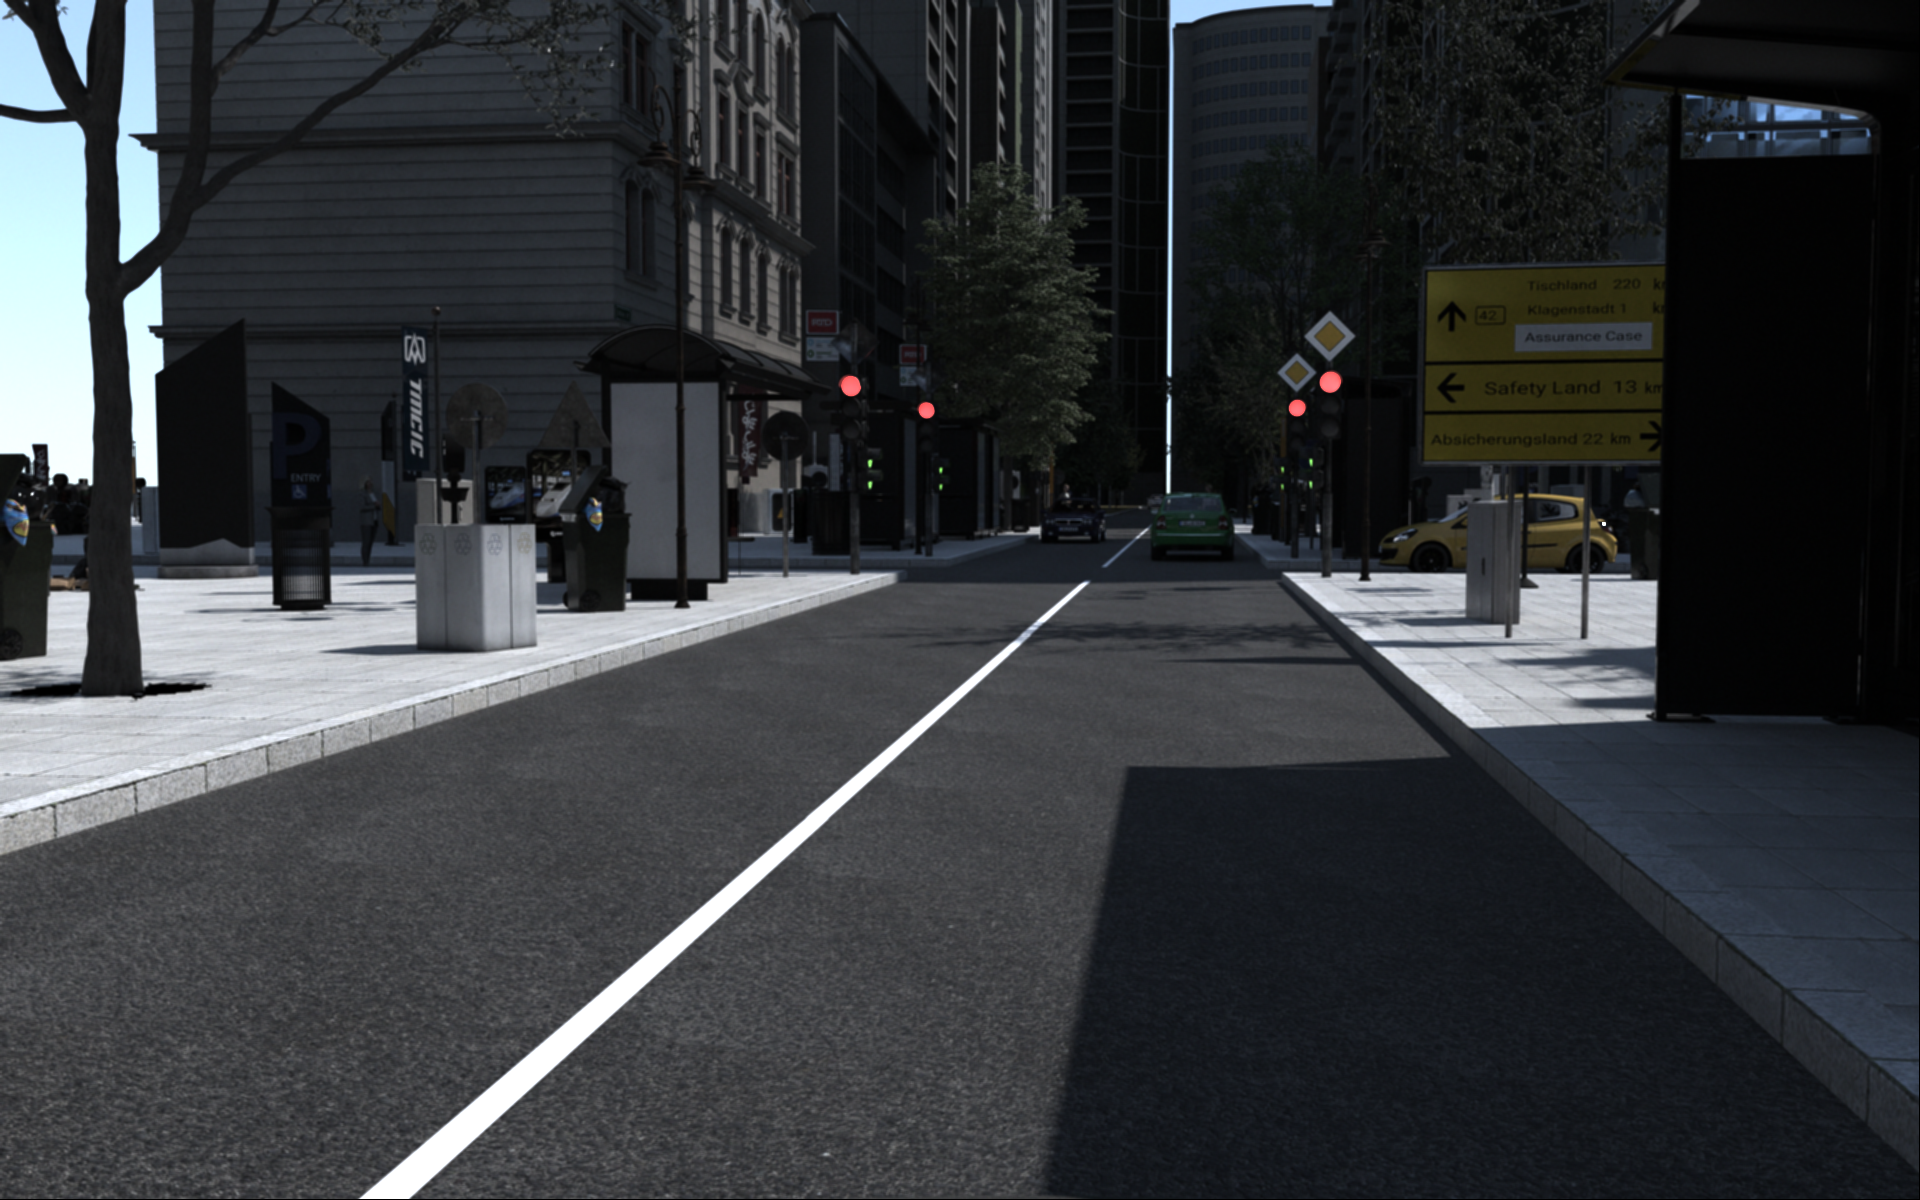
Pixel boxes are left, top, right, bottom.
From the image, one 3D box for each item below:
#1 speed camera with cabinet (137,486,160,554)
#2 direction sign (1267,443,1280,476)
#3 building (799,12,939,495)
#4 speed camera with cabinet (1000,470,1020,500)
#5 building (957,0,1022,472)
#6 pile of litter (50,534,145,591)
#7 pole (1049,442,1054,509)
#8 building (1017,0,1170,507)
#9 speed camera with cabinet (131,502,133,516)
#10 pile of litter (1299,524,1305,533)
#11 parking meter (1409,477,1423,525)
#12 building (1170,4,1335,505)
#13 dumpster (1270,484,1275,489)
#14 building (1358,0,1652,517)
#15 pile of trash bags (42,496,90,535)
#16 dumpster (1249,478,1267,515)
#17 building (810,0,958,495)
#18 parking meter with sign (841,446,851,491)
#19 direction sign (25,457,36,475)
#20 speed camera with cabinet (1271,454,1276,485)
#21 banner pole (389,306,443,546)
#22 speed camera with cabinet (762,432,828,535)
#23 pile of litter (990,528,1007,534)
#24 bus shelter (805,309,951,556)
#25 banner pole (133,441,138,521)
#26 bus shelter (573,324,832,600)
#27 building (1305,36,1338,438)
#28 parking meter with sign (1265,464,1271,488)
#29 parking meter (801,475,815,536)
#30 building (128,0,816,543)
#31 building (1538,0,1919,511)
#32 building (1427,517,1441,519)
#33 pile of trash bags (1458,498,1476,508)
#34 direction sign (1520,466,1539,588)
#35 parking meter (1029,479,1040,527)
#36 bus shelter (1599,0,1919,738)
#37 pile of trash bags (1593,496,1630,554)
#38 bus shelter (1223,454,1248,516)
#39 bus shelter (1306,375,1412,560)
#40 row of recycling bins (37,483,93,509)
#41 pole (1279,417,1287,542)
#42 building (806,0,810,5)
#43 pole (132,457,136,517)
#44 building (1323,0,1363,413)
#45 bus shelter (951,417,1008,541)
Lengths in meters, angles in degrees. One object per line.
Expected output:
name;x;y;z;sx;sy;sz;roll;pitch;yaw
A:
speed camera with cabinet;-16.698;-2.652;37.703;0.660;3.252;2.038;3;4;39
direction sign;14.030;-5.180;76.693;0.876;3.537;0.379;1;4;16
building;-10.090;-16.151;83.128;14.314;24.678;30.058;0;4;7
speed camera with cabinet;1.290;-4.411;66.455;2.038;3.252;0.660;-2;4;-28
building;-2.720;-27.852;138.973;14.154;41.232;14.086;0;4;7
pile of litter;-11.700;-0.566;23.213;1.719;0.858;1.176;3;5;42
pole;3.569;-4.519;67.727;0.158;3.312;0.155;0;3;0
building;14.920;-47.234;210.535;20.611;71.187;20.563;0;4;7
speed camera with cabinet;-49.244;-6.667;103.349;0.660;3.252;2.038;-3;4;-39
pile of litter;10.840;-2.611;56.659;1.719;0.858;1.176;0;4;0
parking meter;15.684;-3.294;59.575;0.399;1.863;0.255;-1;4;-9
building;39.625;-40.753;208.315;28.212;58.520;21.231;0;4;7
dumpster;13.568;-4.080;72.463;1.264;1.857;1.865;0;4;7
building;36.670;-41.587;118.195;20.563;71.187;20.611;0;4;7
pile of trash bags;-28.768;-2.729;54.380;3.447;1.369;1.912;-3;5;-43
dumpster;18.105;-6.185;103.624;1.502;2.255;1.985;0;4;7
building;-1.980;-44.673;168.647;20.611;71.187;20.563;0;4;7
parking meter with sign;-4.172;-4.047;62.437;0.543;3.016;1.738;-1;4;-8
direction sign;-61.820;-7.551;115.455;0.379;3.537;0.876;3;5;42
speed camera with cabinet;15.041;-5.339;81.633;0.660;3.252;2.038;0;4;7
banner pole;-7.091;-2.017;22.988;0.401;3.779;0.863;2;4;27
speed camera with cabinet;-5.155;-3.675;54.424;2.038;3.252;0.660;-2;4;-25
pile of litter;0.629;-2.603;56.522;1.719;0.858;1.176;1;4;14
bus shelter;-1.937;-3.827;40.209;2.179;5.291;8.768;0;4;7
banner pole;-39.018;-5.593;81.457;0.863;3.779;0.401;-3;5;-40
bus shelter;-3.272;-1.803;23.409;2.014;3.302;5.546;0;4;7
building;40.778;-31.601;166.794;14.600;45.320;14.200;0;4;7
parking meter with sign;18.252;-6.439;101.541;0.543;3.016;1.738;1;4;21
parking meter;-4.613;-2.874;52.702;0.399;1.863;0.255;2;4;27
building;-13.599;-16.432;56.045;14.401;28.519;23.554;0;4;7
building;33.683;-45.024;48.811;31.000;86.520;22.319;0;4;7
building;34.055;-39.930;91.102;20.563;71.187;20.611;0;4;7
pile of trash bags;16.301;-2.546;51.385;3.447;1.369;1.912;2;4;26
direction sign;7.734;-1.935;23.642;0.379;3.537;0.876;0;4;-2
parking meter;2.930;-3.798;67.800;0.399;1.863;0.255;-3;5;-44
bus shelter;4.049;-0.941;6.670;1.731;3.624;6.357;0;4;7
pile of trash bags;14.448;-1.728;38.001;3.447;1.369;1.912;1;4;9
bus shelter;16.310;-6.851;103.289;1.731;3.624;6.357;0;4;8
bus shelter;8.387;-2.780;36.742;1.731;3.624;6.357;0;4;8
row of recycling bins;-33.739;-3.613;66.193;3.534;1.692;1.069;2;4;31
pole;8.591;-3.191;46.024;0.158;3.312;0.155;0;3;0
building;-8.718;-41.781;121.379;20.563;71.187;20.611;0;4;7
pole;-45.319;-6.187;94.996;0.158;3.312;0.155;0;3;0
building;42.130;-32.064;143.860;23.786;49.044;30.456;0;4;7
bus shelter;-0.201;-4.358;48.882;2.179;5.291;8.768;0;4;8
